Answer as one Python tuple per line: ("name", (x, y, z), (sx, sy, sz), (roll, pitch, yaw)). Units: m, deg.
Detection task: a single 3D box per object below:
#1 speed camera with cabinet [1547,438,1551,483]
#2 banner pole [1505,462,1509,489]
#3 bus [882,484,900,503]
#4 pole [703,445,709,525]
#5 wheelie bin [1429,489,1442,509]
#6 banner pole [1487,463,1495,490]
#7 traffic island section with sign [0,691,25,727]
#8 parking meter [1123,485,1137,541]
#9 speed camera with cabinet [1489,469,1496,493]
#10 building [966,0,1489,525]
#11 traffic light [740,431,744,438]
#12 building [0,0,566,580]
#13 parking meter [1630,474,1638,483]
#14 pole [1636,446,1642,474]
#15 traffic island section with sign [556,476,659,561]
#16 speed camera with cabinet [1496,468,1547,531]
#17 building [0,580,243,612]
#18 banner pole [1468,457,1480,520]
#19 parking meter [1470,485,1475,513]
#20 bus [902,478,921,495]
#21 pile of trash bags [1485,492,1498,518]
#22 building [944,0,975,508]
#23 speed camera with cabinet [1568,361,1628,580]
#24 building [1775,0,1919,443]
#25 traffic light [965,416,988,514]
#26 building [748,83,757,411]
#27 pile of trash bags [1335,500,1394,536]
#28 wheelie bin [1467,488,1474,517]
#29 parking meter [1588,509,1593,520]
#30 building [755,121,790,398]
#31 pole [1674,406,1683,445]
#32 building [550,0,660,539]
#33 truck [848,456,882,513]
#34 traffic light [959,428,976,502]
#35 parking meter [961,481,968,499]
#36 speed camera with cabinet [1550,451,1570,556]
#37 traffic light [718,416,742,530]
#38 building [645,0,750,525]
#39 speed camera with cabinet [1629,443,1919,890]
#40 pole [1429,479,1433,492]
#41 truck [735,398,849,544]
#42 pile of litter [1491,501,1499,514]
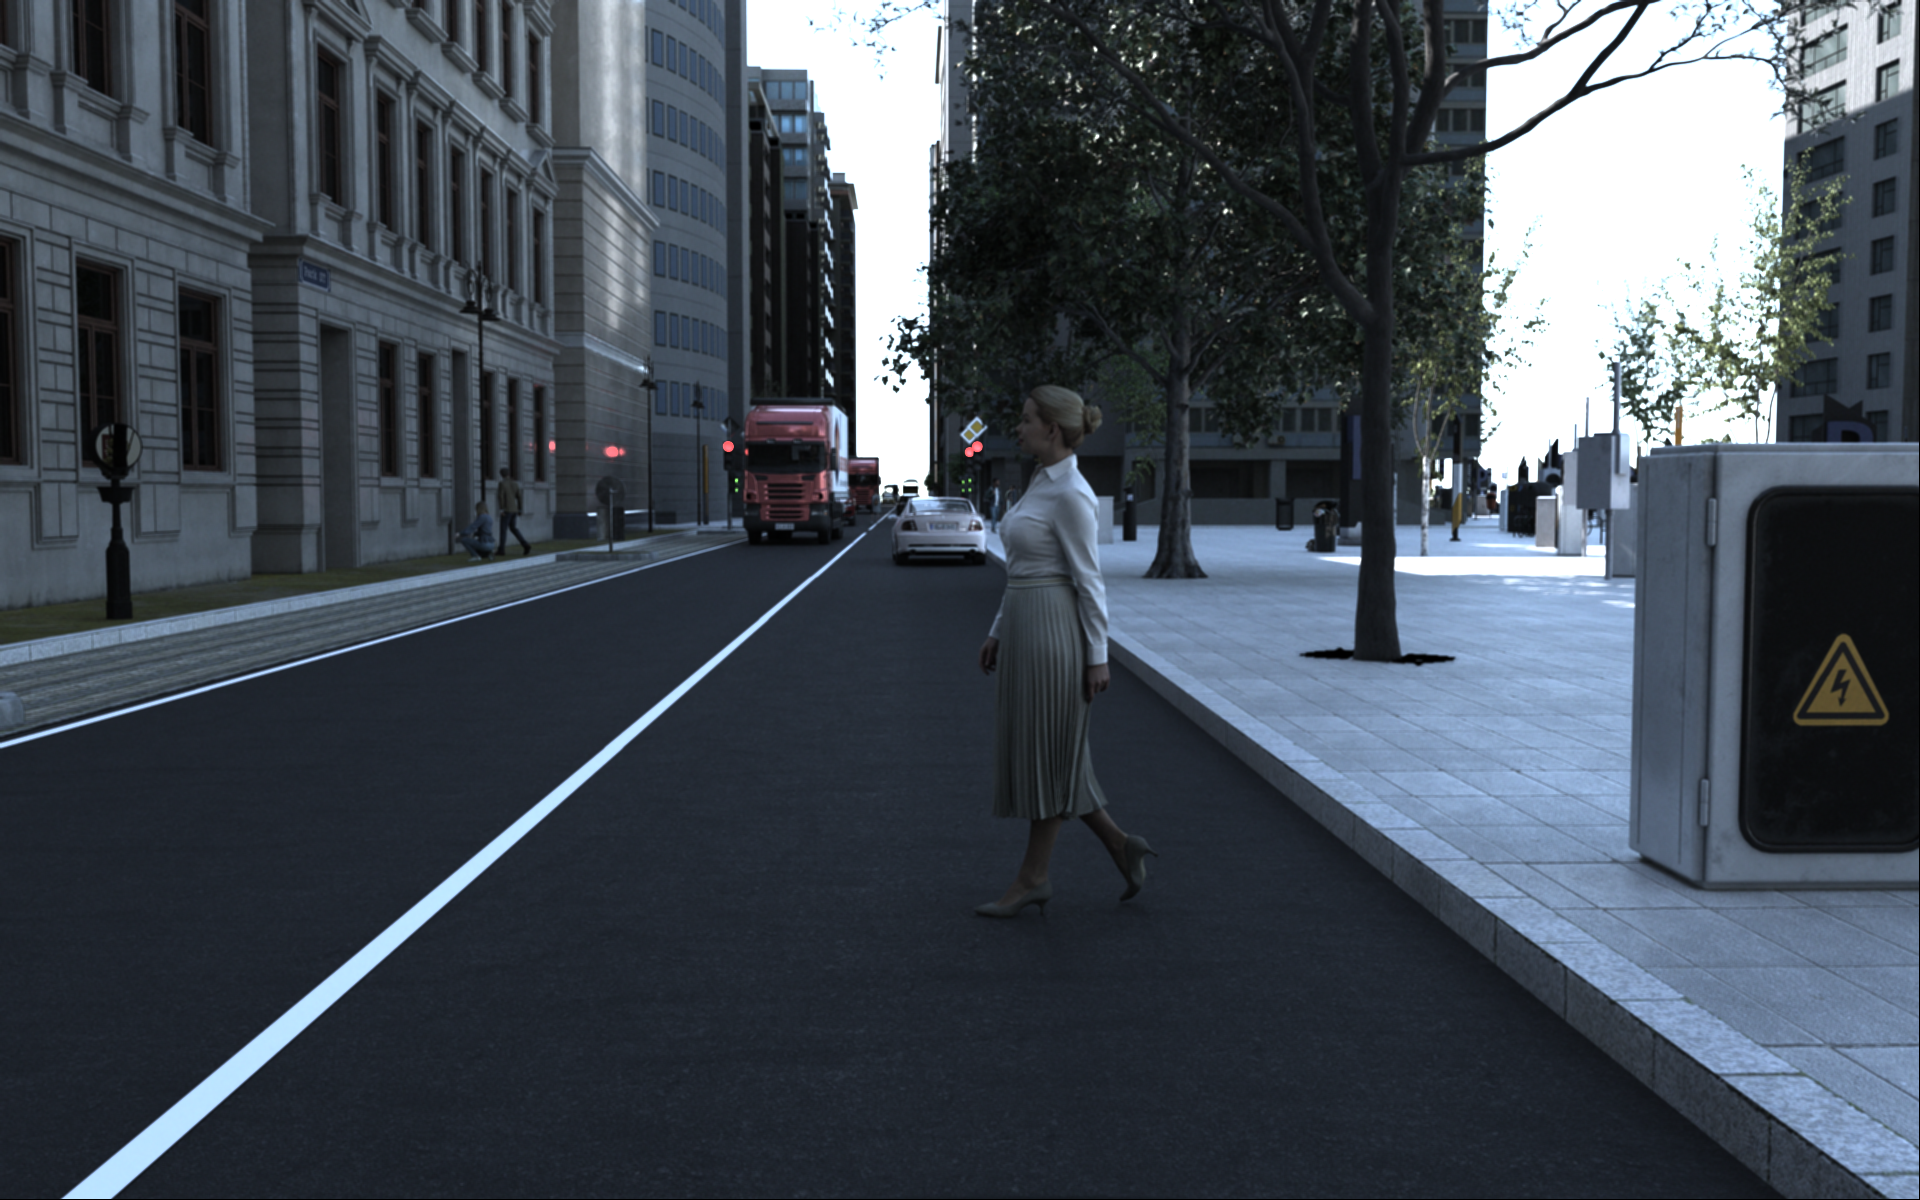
("speed camera with cabinet", (16.882, -3.260, 47.638), (0.660, 3.252, 2.038), (3, 4, 36))
("banner pole", (42.287, -8.799, 133.877), (0.401, 3.779, 0.863), (3, 4, 37))
("bus", (-11.658, -18.460, 296.685), (2.948, 3.499, 13.247), (0, 4, -1))
("pole", (-10.591, -4.788, 72.120), (0.158, 3.312, 0.155), (0, 3, 0))
("wheelie bin", (27.539, -5.666, 100.541), (0.693, 1.594, 0.980), (-2, 4, -27))
("banner pole", (43.488, -9.285, 141.819), (0.863, 3.779, 0.401), (2, 4, 34))
("traffic island section with sign", (-6.842, -0.104, 10.323), (1.989, 1.847, 2.006), (0, 4, -2))
("parking meter", (4.654, -2.388, 47.449), (0.372, 1.533, 0.369), (0, 3, 0))
("speed camera with cabinet", (41.709, -8.770, 137.731), (2.038, 3.252, 0.660), (1, 4, 19))
("building", (12.524, -24.089, 85.738), (23.993, 40.220, 32.217), (0, 4, -2))
("traffic light", (-8.491, -4.971, 70.199), (0.839, 4.253, 0.868), (0, 4, -2))
("building", (-15.753, -12.260, 36.608), (11.583, 22.565, 21.152), (0, 4, -2))
("parking meter", (19.859, -2.769, 50.989), (0.399, 1.863, 0.255), (-3, 4, -36))
("pole", (28.617, -4.843, 73.023), (0.158, 3.312, 0.155), (0, 3, 0))
("traffic island section with sign", (-7.619, -1.776, 37.660), (1.989, 1.847, 2.006), (0, 4, -2))
("speed camera with cabinet", (20.122, -4.079, 61.025), (2.038, 3.252, 0.660), (0, 3, 0))
("building", (-15.328, -10.969, 15.500), (11.583, 22.565, 21.152), (0, 4, -2))
("banner pole", (25.433, -5.876, 86.083), (0.863, 3.779, 0.401), (0, 4, 6))
("parking meter", (34.678, -6.822, 117.249), (0.255, 1.863, 0.399), (-2, 4, -30))
("bus", (-7.654, -17.146, 271.883), (2.896, 3.916, 12.252), (0, 4, 0))
("pile of trash bags", (29.627, -5.021, 91.846), (3.447, 1.369, 1.912), (2, 4, 27))
("building", (9.260, -36.015, 130.844), (21.231, 58.520, 28.212), (0, 4, -2))
("speed camera with cabinet", (10.163, -1.971, 26.558), (0.660, 3.252, 2.038), (3, 5, 44))
("building", (47.296, -18.748, 78.233), (14.107, 30.474, 14.160), (0, 4, -2))
("traffic light", (0.592, -4.499, 62.482), (0.839, 4.253, 0.868), (0, 4, -2))
("building", (-21.128, -20.810, 111.944), (14.160, 30.474, 14.107), (0, 4, -2))
("pile of trash bags", (12.628, -2.724, 54.294), (1.912, 1.369, 3.447), (3, 5, 40))
("wheelie bin", (28.323, -5.446, 96.955), (0.693, 1.594, 0.980), (-2, 4, -28))
("parking meter", (31.734, -4.826, 87.312), (0.372, 1.533, 0.369), (0, 3, 0))
("building", (-21.036, -22.160, 134.022), (14.160, 30.474, 14.107), (0, 4, -2))
("pole", (16.636, -2.833, 40.158), (0.158, 3.312, 0.155), (0, 3, 0))
("building", (-20.433, -16.431, 54.547), (20.117, 28.700, 13.634), (0, 4, -2))
("truck", (-7.314, -8.697, 131.112), (2.839, 4.237, 11.283), (0, 4, -2))
("traffic light", (0.366, -4.987, 70.464), (0.839, 4.253, 0.868), (0, 4, -2))
("parking meter", (0.197, -4.163, 73.775), (0.255, 1.863, 0.399), (1, 4, 12))
("speed camera with cabinet", (12.679, -2.535, 35.776), (0.660, 3.252, 2.038), (1, 4, 15))
("traffic light", (-8.265, -4.483, 62.217), (0.839, 4.253, 0.868), (0, 4, -2))
("building", (-21.906, -33.024, 81.949), (21.231, 58.520, 28.212), (0, 4, -2))
("speed camera with cabinet", (3.381, -0.699, 5.765), (2.038, 3.252, 0.660), (0, 4, -1))
("pole", (28.125, -6.702, 103.426), (0.158, 3.312, 0.155), (0, 3, 0))
("truck", (-4.917, -3.907, 52.799), (2.839, 4.237, 11.283), (0, 4, -1))
("pile of litter", (41.376, -7.171, 131.217), (1.719, 0.858, 1.176), (2, 4, 26))
